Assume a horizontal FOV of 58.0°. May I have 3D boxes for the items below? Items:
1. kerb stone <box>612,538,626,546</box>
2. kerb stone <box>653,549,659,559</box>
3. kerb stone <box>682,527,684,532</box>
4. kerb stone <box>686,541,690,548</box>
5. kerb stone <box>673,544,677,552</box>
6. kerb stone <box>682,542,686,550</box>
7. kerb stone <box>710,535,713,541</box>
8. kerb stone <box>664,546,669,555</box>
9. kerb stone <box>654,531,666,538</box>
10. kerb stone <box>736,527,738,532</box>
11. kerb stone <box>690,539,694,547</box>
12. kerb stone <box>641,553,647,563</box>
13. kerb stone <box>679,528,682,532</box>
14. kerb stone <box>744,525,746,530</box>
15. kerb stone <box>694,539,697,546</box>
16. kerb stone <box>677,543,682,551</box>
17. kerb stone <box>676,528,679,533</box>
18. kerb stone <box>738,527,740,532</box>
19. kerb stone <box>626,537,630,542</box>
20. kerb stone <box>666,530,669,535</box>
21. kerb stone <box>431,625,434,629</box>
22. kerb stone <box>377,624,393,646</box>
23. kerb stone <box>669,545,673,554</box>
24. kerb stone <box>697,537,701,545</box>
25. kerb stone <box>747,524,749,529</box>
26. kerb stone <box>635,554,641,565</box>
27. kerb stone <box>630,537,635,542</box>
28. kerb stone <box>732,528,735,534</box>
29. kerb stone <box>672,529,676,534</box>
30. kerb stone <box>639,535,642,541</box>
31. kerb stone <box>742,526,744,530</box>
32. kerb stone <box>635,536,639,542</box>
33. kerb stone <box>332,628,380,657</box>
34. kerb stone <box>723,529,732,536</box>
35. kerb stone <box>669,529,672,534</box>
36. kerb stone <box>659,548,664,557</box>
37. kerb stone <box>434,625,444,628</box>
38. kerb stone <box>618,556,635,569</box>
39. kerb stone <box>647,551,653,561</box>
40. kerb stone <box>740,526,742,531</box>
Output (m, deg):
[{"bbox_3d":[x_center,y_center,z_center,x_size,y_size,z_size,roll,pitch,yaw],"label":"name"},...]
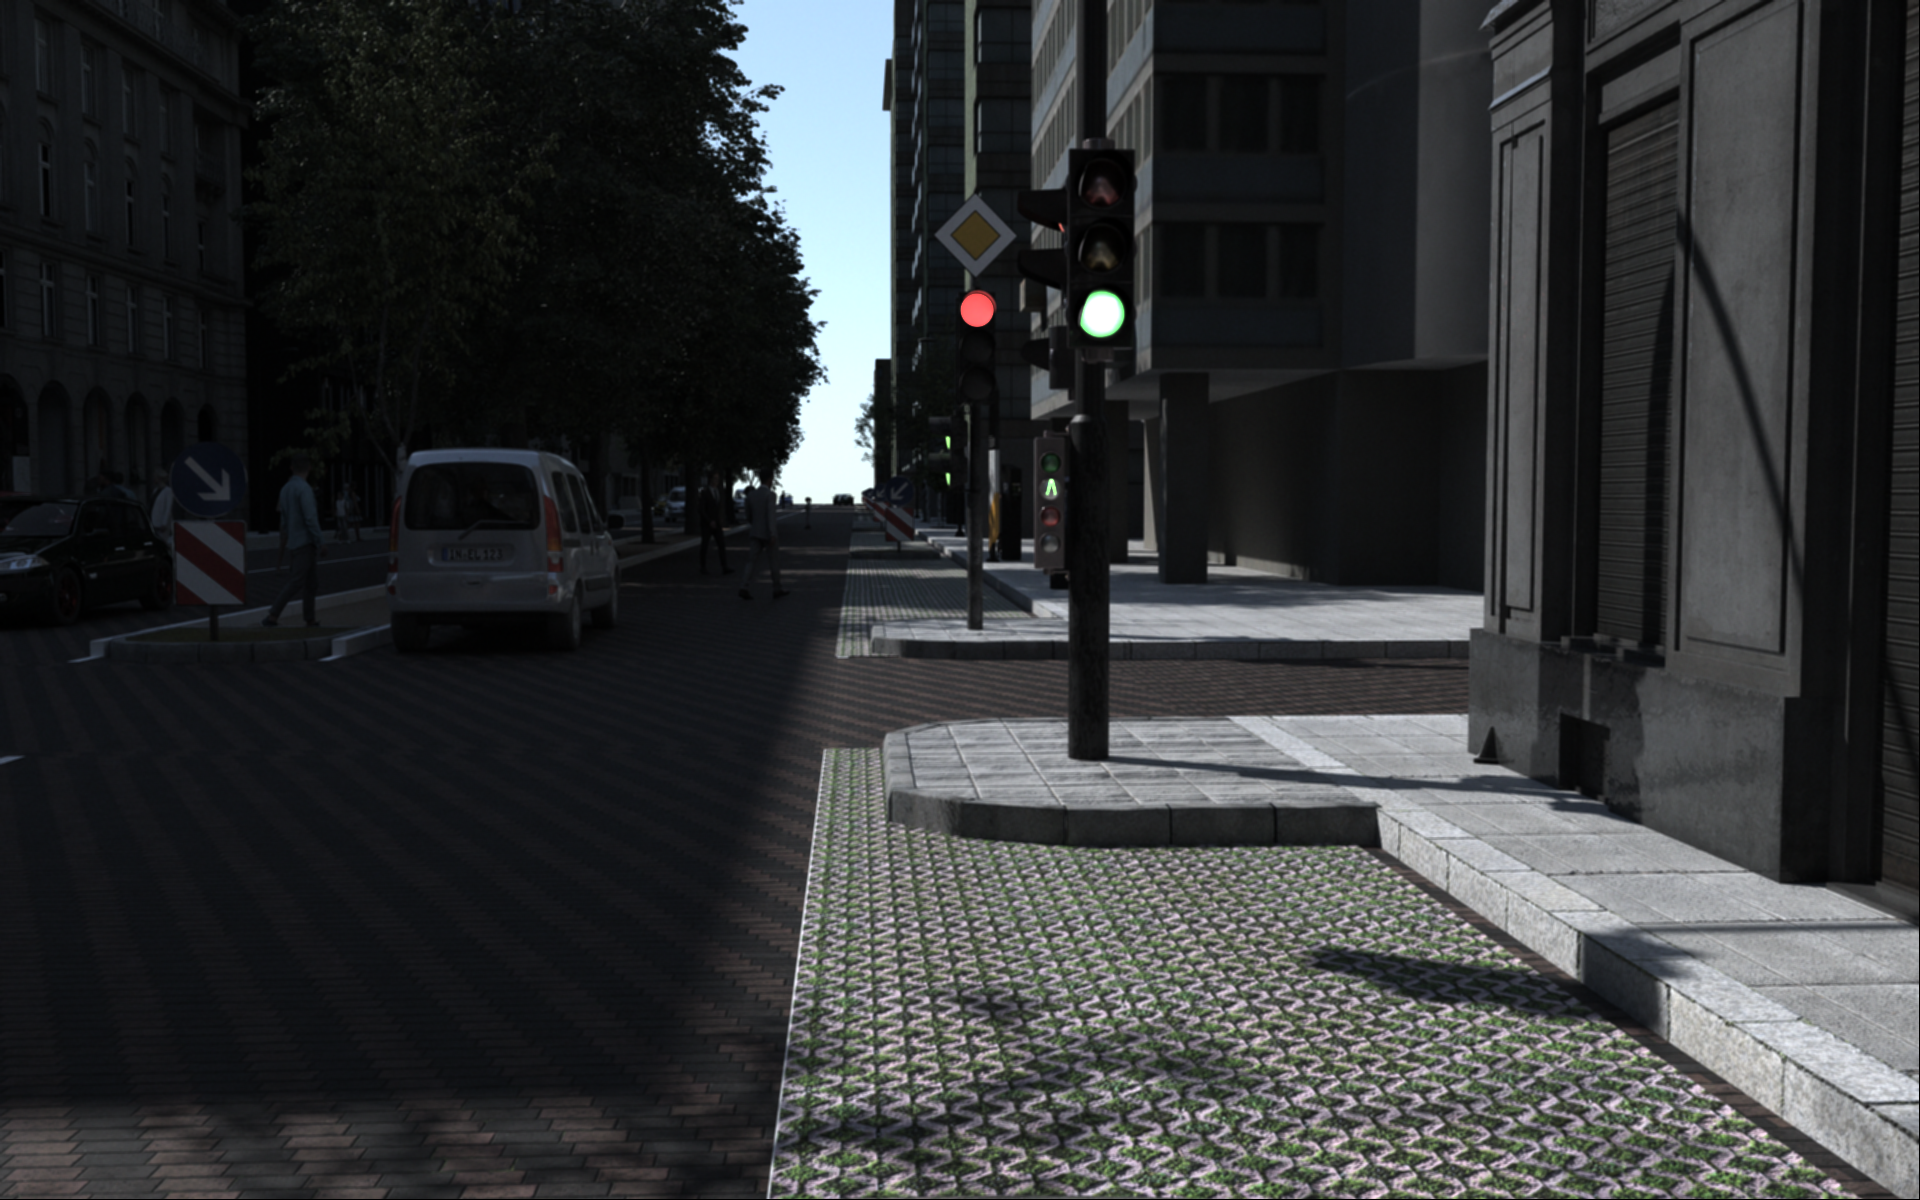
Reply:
[{"bbox_3d":[-9.544,-1.603,48.406,0.120,0.150,1.000,0,4,-3],"label":"kerb stone"},{"bbox_3d":[-6.836,-0.981,38.289,0.120,0.150,1.000,0,4,-3],"label":"kerb stone"},{"bbox_3d":[-10.517,-2.604,64.799,0.120,0.150,1.000,0,4,-3],"label":"kerb stone"},{"bbox_3d":[-7.264,-1.423,45.455,0.120,0.150,1.000,0,4,-3],"label":"kerb stone"},{"bbox_3d":[-7.090,-1.235,42.394,0.120,0.150,1.000,0,4,-3],"label":"kerb stone"},{"bbox_3d":[-7.206,-1.360,44.435,0.120,0.150,1.000,0,4,-3],"label":"kerb stone"},{"bbox_3d":[-7.697,-1.861,52.619,0.120,0.150,1.000,0,4,-3],"label":"kerb stone"},{"bbox_3d":[-6.963,-1.110,40.342,0.120,0.150,1.000,0,4,-3],"label":"kerb stone"},{"bbox_3d":[-10.154,-2.220,58.649,0.120,0.150,1.000,0,4,-3],"label":"kerb stone"},{"bbox_3d":[-8.362,-2.550,63.880,0.120,0.150,1.000,0,4,-3],"label":"kerb stone"},{"bbox_3d":[-7.320,-1.481,46.479,0.120,0.150,1.000,0,4,-3],"label":"kerb stone"},{"bbox_3d":[-6.721,-0.859,36.243,0.120,0.150,1.000,0,4,-3],"label":"kerb stone"},{"bbox_3d":[-10.454,-2.543,63.771,0.120,0.150,1.000,0,4,-3],"label":"kerb stone"},{"bbox_3d":[-8.608,-2.801,67.991,0.120,0.150,1.000,0,4,-3],"label":"kerb stone"},{"bbox_3d":[-7.382,-1.548,47.508,0.120,0.150,1.000,0,4,-3],"label":"kerb stone"},{"bbox_3d":[-7.143,-1.298,43.415,0.120,0.150,1.000,0,4,-3],"label":"kerb stone"},{"bbox_3d":[-10.397,-2.480,62.747,0.120,0.150,1.000,0,4,-3],"label":"kerb stone"},{"bbox_3d":[-8.418,-2.612,64.908,0.120,0.150,1.000,0,4,-3],"label":"kerb stone"},{"bbox_3d":[-9.606,-1.664,49.437,0.120,0.150,1.000,0,4,-3],"label":"kerb stone"},{"bbox_3d":[-10.217,-2.292,59.669,0.120,0.150,1.000,0,4,-3],"label":"kerb stone"},{"bbox_3d":[-5.619,0.278,17.797,0.120,0.150,1.000,0,4,-3],"label":"kerb stone"},{"bbox_3d":[-5.554,0.332,16.770,0.120,0.150,1.000,0,4,-3],"label":"kerb stone"},{"bbox_3d":[-7.021,-1.173,41.369,0.120,0.150,1.000,0,4,-3],"label":"kerb stone"},{"bbox_3d":[-7.448,-1.611,48.528,0.120,0.150,1.000,0,4,-3],"label":"kerb stone"},{"bbox_3d":[-8.731,-2.926,70.036,0.120,0.150,1.000,0,4,-3],"label":"kerb stone"},{"bbox_3d":[-6.655,-0.797,35.220,0.120,0.150,1.000,0,4,-3],"label":"kerb stone"},{"bbox_3d":[-9.666,-1.723,50.461,0.120,0.150,1.000,0,4,-3],"label":"kerb stone"},{"bbox_3d":[-8.236,-2.425,61.837,0.120,0.150,1.000,0,4,-3],"label":"kerb stone"},{"bbox_3d":[-10.340,-2.417,61.719,0.120,0.150,1.000,0,4,-3],"label":"kerb stone"},{"bbox_3d":[-9.788,-1.854,52.512,0.120,0.150,1.000,0,4,-3],"label":"kerb stone"},{"bbox_3d":[-8.548,-2.738,66.965,0.120,0.150,1.000,0,4,-3],"label":"kerb stone"},{"bbox_3d":[-9.730,-1.791,51.481,0.120,0.150,1.000,0,4,-3],"label":"kerb stone"},{"bbox_3d":[-5.500,0.394,15.750,0.120,0.150,1.000,0,4,-3],"label":"kerb stone"},{"bbox_3d":[-8.177,-2.362,60.811,0.120,0.150,1.000,0,4,-3],"label":"kerb stone"},{"bbox_3d":[-10.280,-2.350,60.699,0.120,0.150,1.000,0,4,-3],"label":"kerb stone"},{"bbox_3d":[-6.896,-1.047,39.319,0.120,0.150,1.000,0,4,-3],"label":"kerb stone"},{"bbox_3d":[-5.685,0.206,18.824,0.120,0.150,1.000,0,4,-3],"label":"kerb stone"},{"bbox_3d":[-6.593,-0.733,34.194,0.120,0.150,1.000,0,4,-3],"label":"kerb stone"},{"bbox_3d":[-6.780,-0.922,37.267,0.120,0.150,1.000,0,4,-3],"label":"kerb stone"},{"bbox_3d":[-8.483,-2.675,65.928,0.120,0.150,1.000,0,4,-3],"label":"kerb stone"}]
